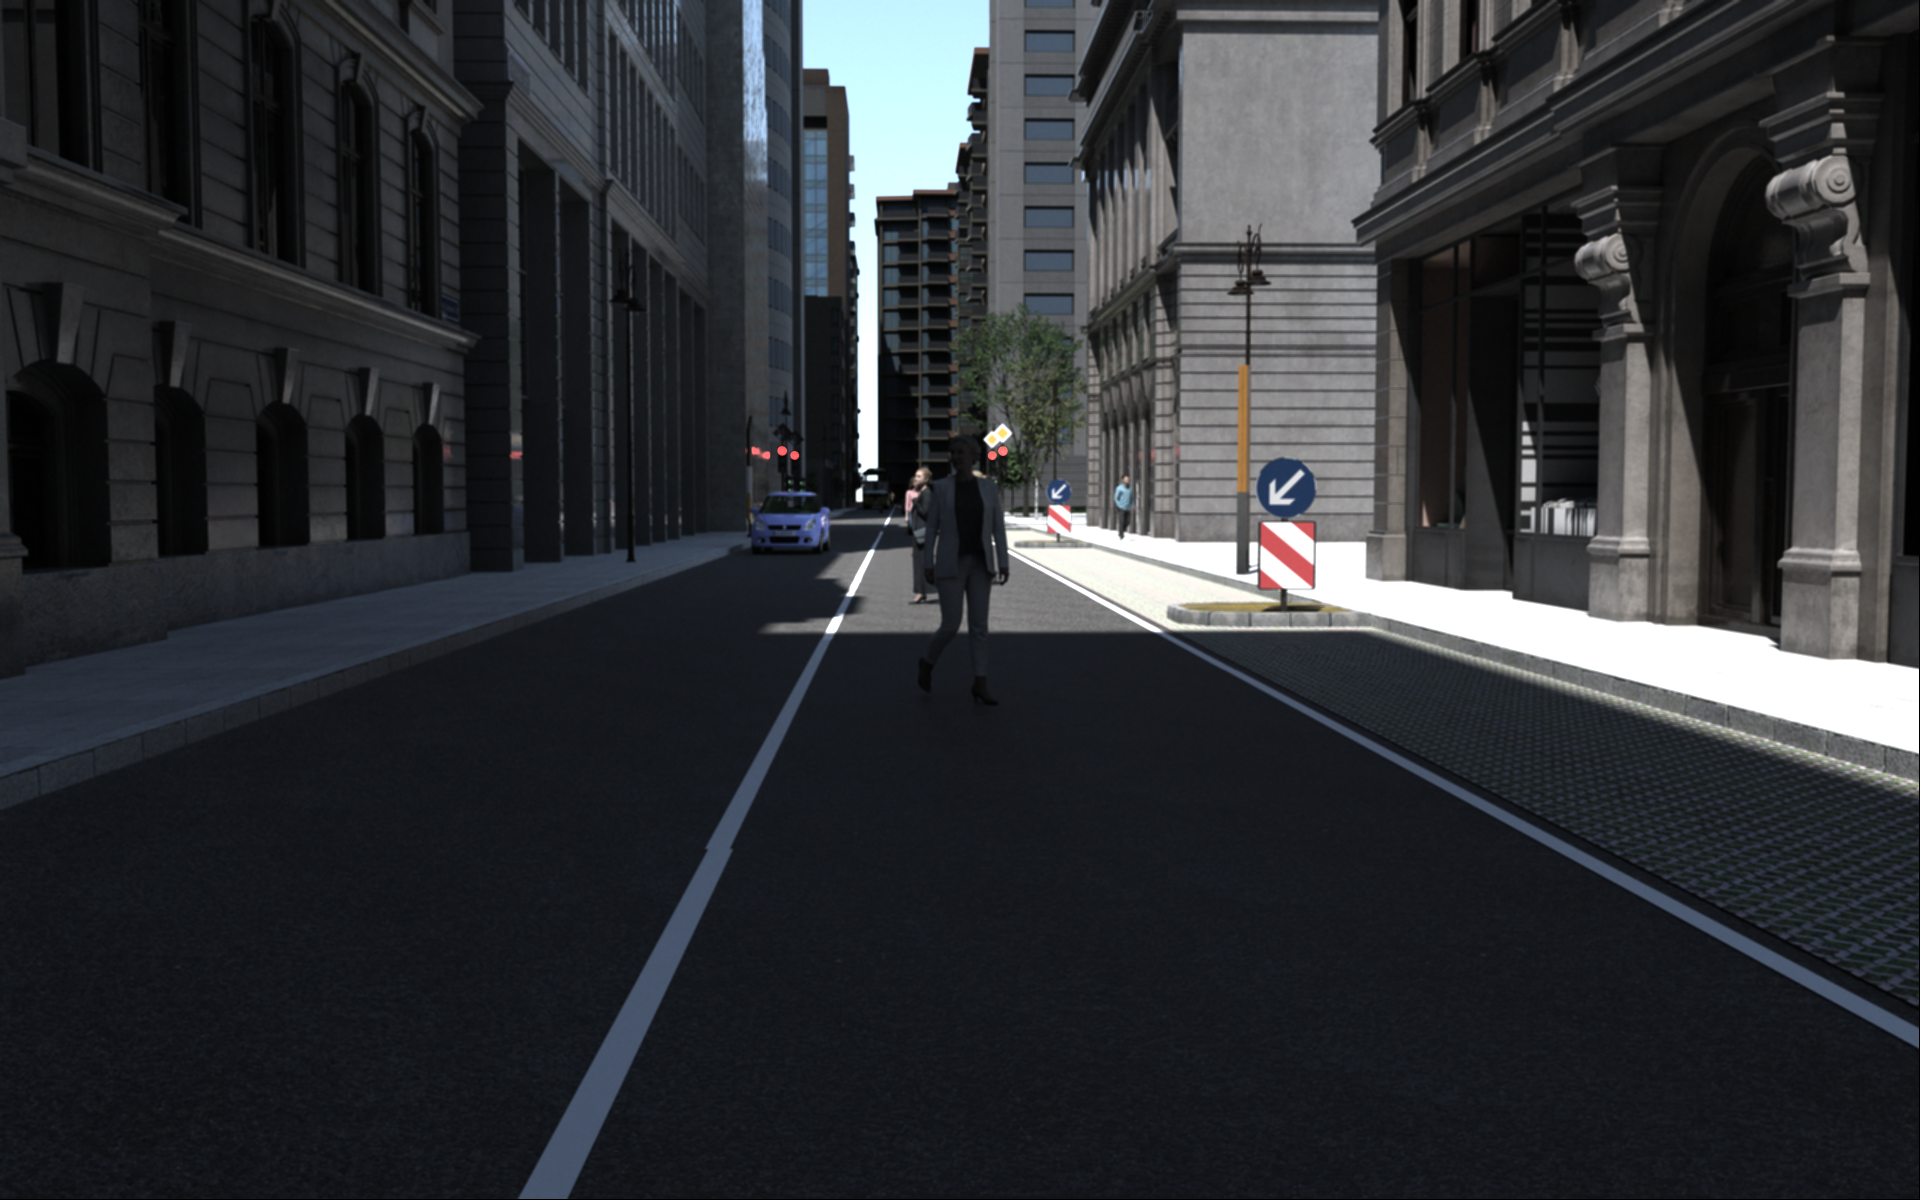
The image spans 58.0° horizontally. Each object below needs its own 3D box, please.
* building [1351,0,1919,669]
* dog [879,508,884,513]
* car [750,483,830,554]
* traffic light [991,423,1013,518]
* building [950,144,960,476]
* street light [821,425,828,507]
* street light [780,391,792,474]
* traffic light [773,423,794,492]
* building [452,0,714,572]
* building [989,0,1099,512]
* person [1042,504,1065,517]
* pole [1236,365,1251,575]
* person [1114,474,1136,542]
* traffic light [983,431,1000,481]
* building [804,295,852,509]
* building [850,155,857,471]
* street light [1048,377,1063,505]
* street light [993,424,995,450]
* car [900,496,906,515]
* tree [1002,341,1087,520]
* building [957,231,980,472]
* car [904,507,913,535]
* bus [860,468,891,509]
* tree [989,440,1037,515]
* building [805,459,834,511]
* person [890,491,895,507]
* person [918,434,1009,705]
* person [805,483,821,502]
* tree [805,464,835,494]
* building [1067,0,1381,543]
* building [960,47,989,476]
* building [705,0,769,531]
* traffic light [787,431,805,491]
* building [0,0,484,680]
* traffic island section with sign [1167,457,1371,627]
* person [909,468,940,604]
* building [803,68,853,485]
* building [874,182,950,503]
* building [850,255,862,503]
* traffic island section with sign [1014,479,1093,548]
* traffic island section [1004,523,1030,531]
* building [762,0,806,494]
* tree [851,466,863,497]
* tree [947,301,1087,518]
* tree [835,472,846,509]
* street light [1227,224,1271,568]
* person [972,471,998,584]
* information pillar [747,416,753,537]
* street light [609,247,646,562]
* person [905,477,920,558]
[{"bbox_3d":[10.633,-10.616,24.484,10.553,20.767,40.483,0,4,-2],"label":"building"},{"bbox_3d":[-5.968,-6.707,129.852,0.550,0.427,0.748,1,4,14],"label":"dog"},{"bbox_3d":[-4.131,-2.012,42.490,1.945,1.707,3.694,0,3,0],"label":"car"},{"bbox_3d":[1.669,-4.885,68.791,0.839,4.253,0.868,0,4,-2],"label":"traffic light"},{"bbox_3d":[10.528,-34.157,213.098,22.147,44.769,28.867,0,4,-2],"label":"building"},{"bbox_3d":[-9.001,-8.715,115.278,0.468,5.910,1.993,0,4,-2],"label":"street light"},{"bbox_3d":[-7.689,-6.355,76.694,0.468,5.910,1.993,0,4,-2],"label":"street light"},{"bbox_3d":[-6.987,-4.866,68.484,0.839,4.253,0.868,0,4,-2],"label":"traffic light"},{"bbox_3d":[-13.246,-16.187,42.158,11.434,29.767,29.804,0,4,-2],"label":"building"},{"bbox_3d":[12.721,-36.206,133.973,21.231,58.520,28.212,0,4,-2],"label":"building"},{"bbox_3d":[5.334,-5.616,98.082,1.509,1.804,0.699,-2,4,-30],"label":"person"},{"bbox_3d":[4.510,-2.060,27.519,0.158,3.312,0.155,0,3,0],"label":"pole"},{"bbox_3d":[4.431,-2.507,47.044,0.660,1.820,0.620,-3,5,-44],"label":"person"},{"bbox_3d":[1.399,-5.373,76.772,0.839,4.253,0.868,0,4,-2],"label":"traffic light"},{"bbox_3d":[-24.636,-19.613,165.708,27.650,21.520,28.899,0,4,-2],"label":"building"},{"bbox_3d":[-28.232,-36.360,214.098,30.456,49.044,23.786,0,4,-2],"label":"building"},{"bbox_3d":[3.756,-5.854,68.497,0.468,5.910,1.993,0,4,-2],"label":"street light"},{"bbox_3d":[2.201,-8.576,113.009,0.468,5.910,1.993,0,4,-2],"label":"street light"},{"bbox_3d":[-3.161,-6.741,122.019,2.131,1.459,4.920,0,3,0],"label":"car"},{"bbox_3d":[3.959,-8.194,84.331,4.737,8.622,4.395,0,3,0],"label":"tree"},{"bbox_3d":[6.658,-25.703,191.945,14.160,30.474,14.107,0,4,-2],"label":"building"},{"bbox_3d":[-0.958,-3.050,62.234,2.083,1.381,4.827,0,4,-2],"label":"car"},{"bbox_3d":[-8.023,-10.700,166.497,2.896,3.916,12.252,0,4,-2],"label":"bus"},{"bbox_3d":[3.136,-7.429,105.182,4.285,4.588,4.351,0,3,0],"label":"tree"},{"bbox_3d":[-19.968,-42.248,129.007,20.563,71.187,20.611,0,4,-2],"label":"building"},{"bbox_3d":[-7.626,-11.328,193.720,0.705,1.824,1.348,-3,4,-36],"label":"person"},{"bbox_3d":[0.000,-0.222,12.015,0.514,1.842,0.818,-2,4,-33],"label":"person"},{"bbox_3d":[-5.344,-3.238,61.425,0.713,1.824,0.794,2,4,29],"label":"person"},{"bbox_3d":[-9.356,-7.068,110.158,1.663,3.219,1.824,0,3,0],"label":"tree"},{"bbox_3d":[11.261,-13.153,56.846,13.314,21.916,24.055,0,4,-2],"label":"building"},{"bbox_3d":[11.866,-31.519,169.957,22.147,44.769,28.867,0,4,-2],"label":"building"},{"bbox_3d":[-15.896,-12.779,63.685,16.860,20.320,10.420,0,4,-2],"label":"building"},{"bbox_3d":[-7.257,-5.354,76.464,0.839,4.253,0.868,0,4,-2],"label":"traffic light"},{"bbox_3d":[-12.375,-11.662,9.759,14.460,24.649,34.723,0,4,-2],"label":"building"},{"bbox_3d":[3.386,-0.663,19.461,1.989,1.847,2.006,0,4,-2],"label":"traffic island section with sign"},{"bbox_3d":[-0.431,-0.835,22.575,0.534,1.772,0.576,-2,4,-28],"label":"person"},{"bbox_3d":[-18.961,-32.819,186.694,14.600,45.320,14.200,0,4,-2],"label":"building"},{"bbox_3d":[0.774,-36.161,245.848,28.867,44.769,22.147,0,4,-2],"label":"building"},{"bbox_3d":[-26.531,-34.162,250.431,23.993,40.220,32.217,0,4,-2],"label":"building"},{"bbox_3d":[2.476,-2.314,46.466,1.989,1.847,2.006,0,4,-2],"label":"traffic island section with sign"},{"bbox_3d":[1.709,-2.852,68.907,2.009,0.180,2.903,0,4,-2],"label":"traffic island section"},{"bbox_3d":[-19.569,-33.585,91.120,21.231,58.520,28.212,0,4,-2],"label":"building"},{"bbox_3d":[-12.522,-13.183,199.251,4.285,4.588,4.351,0,3,0],"label":"tree"},{"bbox_3d":[3.468,-10.346,94.920,9.928,11.665,9.643,0,3,0],"label":"tree"},{"bbox_3d":[-10.433,-9.306,146.755,1.663,3.219,1.824,0,3,0],"label":"tree"},{"bbox_3d":[4.967,-3.494,29.910,0.468,5.910,1.993,0,4,-2],"label":"street light"},{"bbox_3d":[0.305,-1.126,27.129,0.641,1.798,0.478,0,4,-3],"label":"person"},{"bbox_3d":[-6.270,-3.688,51.657,0.183,3.616,0.504,0,4,3],"label":"information pillar"},{"bbox_3d":[-6.231,-3.659,32.620,0.468,5.910,1.993,0,4,-2],"label":"street light"},{"bbox_3d":[-1.016,-1.867,39.032,0.555,1.821,0.388,-3,5,-44],"label":"person"}]
